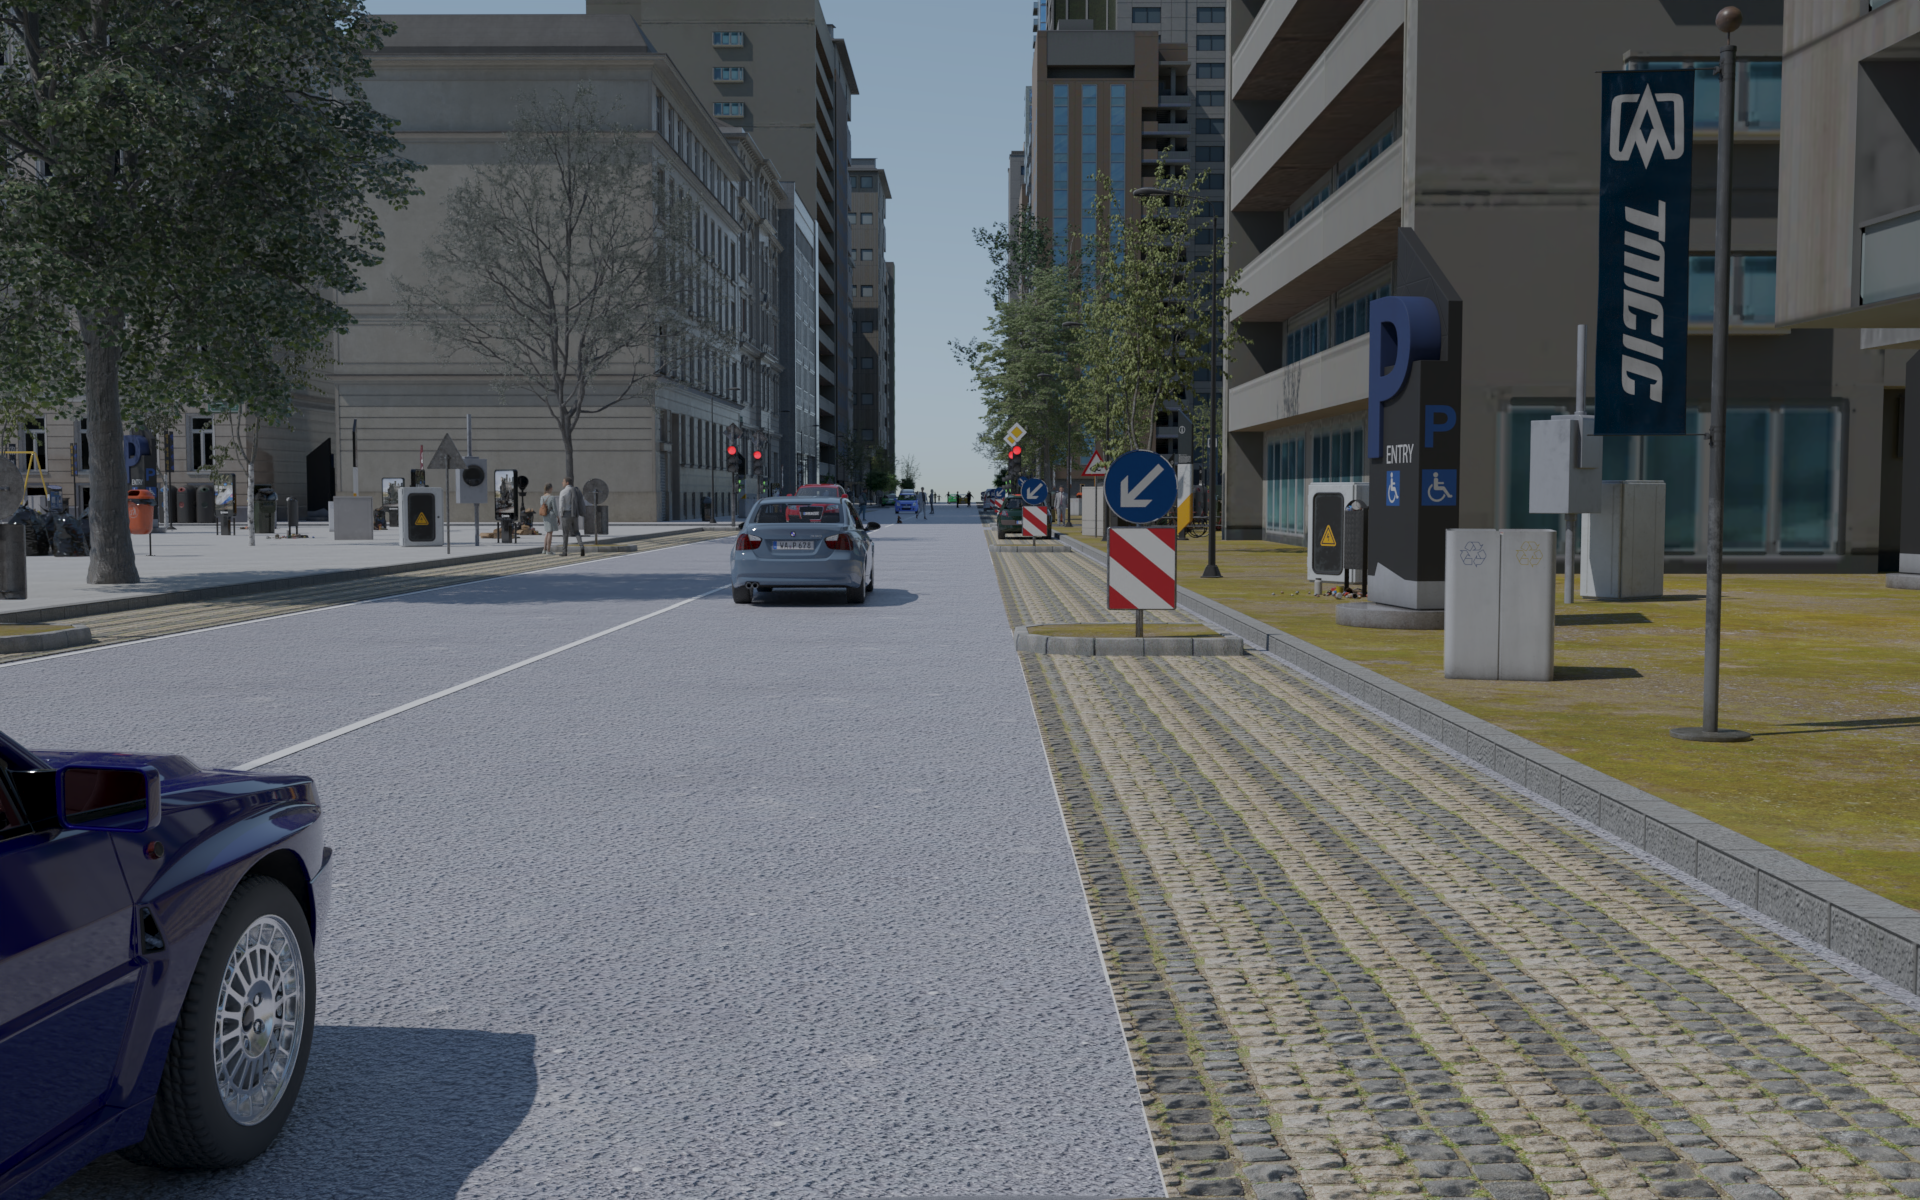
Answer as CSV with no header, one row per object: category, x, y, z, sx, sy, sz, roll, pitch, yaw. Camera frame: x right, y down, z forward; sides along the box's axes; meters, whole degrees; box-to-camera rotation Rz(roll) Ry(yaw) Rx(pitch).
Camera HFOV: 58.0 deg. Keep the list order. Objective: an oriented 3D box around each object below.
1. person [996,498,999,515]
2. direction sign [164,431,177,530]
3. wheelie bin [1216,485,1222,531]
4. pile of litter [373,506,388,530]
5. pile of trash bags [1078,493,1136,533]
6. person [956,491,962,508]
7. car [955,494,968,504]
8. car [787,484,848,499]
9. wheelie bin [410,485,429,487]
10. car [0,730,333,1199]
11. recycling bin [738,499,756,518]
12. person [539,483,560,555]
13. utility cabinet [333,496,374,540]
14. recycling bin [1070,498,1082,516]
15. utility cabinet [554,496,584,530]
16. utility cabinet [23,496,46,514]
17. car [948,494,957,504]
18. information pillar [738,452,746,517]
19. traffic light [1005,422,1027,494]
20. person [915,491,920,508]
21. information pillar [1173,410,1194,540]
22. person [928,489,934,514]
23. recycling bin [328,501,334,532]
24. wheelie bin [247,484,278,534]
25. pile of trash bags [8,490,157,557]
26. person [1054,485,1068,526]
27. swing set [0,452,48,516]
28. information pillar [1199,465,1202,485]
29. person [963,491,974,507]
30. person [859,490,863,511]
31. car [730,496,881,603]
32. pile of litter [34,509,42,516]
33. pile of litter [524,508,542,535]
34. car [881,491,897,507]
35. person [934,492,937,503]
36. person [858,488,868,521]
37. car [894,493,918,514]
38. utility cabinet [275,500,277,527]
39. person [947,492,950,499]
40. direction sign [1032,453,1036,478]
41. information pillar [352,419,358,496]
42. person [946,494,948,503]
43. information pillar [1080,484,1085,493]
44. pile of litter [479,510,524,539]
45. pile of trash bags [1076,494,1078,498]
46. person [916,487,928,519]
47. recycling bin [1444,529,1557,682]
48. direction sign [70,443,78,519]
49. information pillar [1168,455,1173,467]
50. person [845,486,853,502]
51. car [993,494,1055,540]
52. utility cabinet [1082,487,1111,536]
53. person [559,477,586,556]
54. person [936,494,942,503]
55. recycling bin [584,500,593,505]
person,2.616,-6.577,116.004,0.580,1.828,0.573,-1,4,-12
direction sign,-28.390,-4.296,62.234,0.379,3.537,0.876,0,4,-6
wheelie bin,9.046,-3.177,59.853,0.980,1.594,0.693,-1,4,-13
pile of litter,-20.989,-2.929,61.849,1.176,0.858,1.719,0,4,-4
pile of trash bags,4.908,-2.810,55.691,1.912,1.369,3.447,0,4,1
person,-0.157,-10.510,181.056,0.721,1.735,1.217,-2,4,-27
car,0.416,-12.878,220.780,2.015,1.641,3.980,0,4,0
car,-5.243,-3.423,64.634,2.281,1.827,5.304,0,4,2
wheelie bin,-18.320,-3.113,58.809,0.980,1.594,0.693,0,4,-2
car,-2.391,0.612,2.567,1.945,1.354,3.894,0,4,2
recycling bin,-11.245,-4.837,91.637,0.722,1.027,0.722,-3,4,-38
person,-9.665,-1.909,40.720,0.512,1.701,0.522,2,4,27
utility cabinet,-16.971,-2.282,48.476,1.020,1.237,0.306,-1,4,-14
recycling bin,7.009,-5.546,103.239,0.722,1.027,0.722,3,5,39
utility cabinet,-14.030,-3.124,62.242,1.020,1.237,0.306,0,4,-3
utility cabinet,-40.459,-3.947,75.690,1.020,1.237,0.306,1,4,19
car,-0.736,-14.329,243.081,1.959,1.807,4.718,0,4,-1
information pillar,-11.968,-6.337,94.969,0.504,3.616,0.183,1,4,23
traffic light,2.199,-4.819,67.713,0.839,4.253,0.868,0,4,0
person,-3.593,-8.420,147.163,0.512,1.701,0.522,-1,4,-19
information pillar,6.233,-3.462,47.962,0.504,3.616,0.183,3,5,45
person,-2.104,-7.084,124.506,0.526,1.800,0.537,2,4,24
recycling bin,-21.074,-2.853,59.198,0.722,1.027,0.722,1,4,10
wheelie bin,-22.623,-2.960,56.298,0.693,1.594,0.980,3,4,37
pile of trash bags,-18.185,-1.608,36.050,3.447,1.369,1.912,1,4,17
person,4.283,-3.917,72.820,0.678,1.792,0.850,0,4,8
swing set,-35.690,-4.059,63.980,3.119,2.851,2.862,0,3,0
information pillar,19.191,-8.943,137.578,0.183,3.616,0.504,-3,5,-39
person,0.966,-11.117,190.291,1.348,1.821,0.705,2,4,29
person,-8.472,-8.613,149.805,0.515,1.767,0.782,0,4,0
car,-2.120,-0.732,23.976,2.014,1.417,4.499,0,4,0
pile of litter,-26.677,-2.185,49.686,1.719,0.858,1.176,-2,4,-35
pile of litter,-13.730,-2.463,54.232,1.176,0.858,1.719,-3,4,-39
car,-7.701,-11.102,190.321,1.959,1.807,4.718,0,4,1
person,-3.940,-16.120,272.076,0.705,1.821,1.348,3,5,40
person,-5.159,-5.103,92.278,0.721,1.781,0.623,-3,5,-43
car,-3.905,-7.199,127.291,1.945,1.707,3.694,0,4,-1
utility cabinet,-27.434,-3.483,68.105,1.020,1.237,0.306,-3,5,-45
person,-1.620,-15.049,254.692,0.705,1.807,1.348,-2,4,-27
direction sign,4.108,-6.357,95.939,0.379,3.537,0.876,1,4,14
information pillar,-18.767,-3.818,53.787,0.183,3.616,0.504,-1,4,-12
person,-1.846,-16.330,275.476,1.348,1.826,0.705,-2,4,-31
information pillar,9.026,-7.543,127.824,0.304,2.012,0.304,0,4,-4
pile of litter,-13.326,-2.211,50.111,1.176,0.858,1.719,-1,4,-13
pile of trash bags,9.828,-6.935,123.147,3.447,1.369,1.912,2,4,29
person,-2.160,-5.489,98.126,0.818,1.842,0.514,3,5,45
recycling bin,3.801,0.020,12.231,0.722,1.027,0.722,1,4,15
direction sign,-39.212,-5.181,76.703,0.379,3.537,0.876,-3,5,-43
information pillar,12.045,-6.564,98.676,0.183,3.616,0.504,-3,4,-39
person,-6.285,-5.405,96.232,0.648,1.900,0.474,1,4,20
car,2.056,-2.805,55.655,2.009,1.686,4.222,0,4,1
utility cabinet,4.153,-2.684,52.563,0.318,1.500,1.173,-2,4,-29
person,-8.868,-1.898,39.631,0.850,1.850,0.679,3,5,42
person,-3.224,-15.602,266.847,1.065,1.426,0.557,0,4,4
recycling bin,-16.529,-3.872,75.862,0.722,1.027,0.722,-2,4,-28
